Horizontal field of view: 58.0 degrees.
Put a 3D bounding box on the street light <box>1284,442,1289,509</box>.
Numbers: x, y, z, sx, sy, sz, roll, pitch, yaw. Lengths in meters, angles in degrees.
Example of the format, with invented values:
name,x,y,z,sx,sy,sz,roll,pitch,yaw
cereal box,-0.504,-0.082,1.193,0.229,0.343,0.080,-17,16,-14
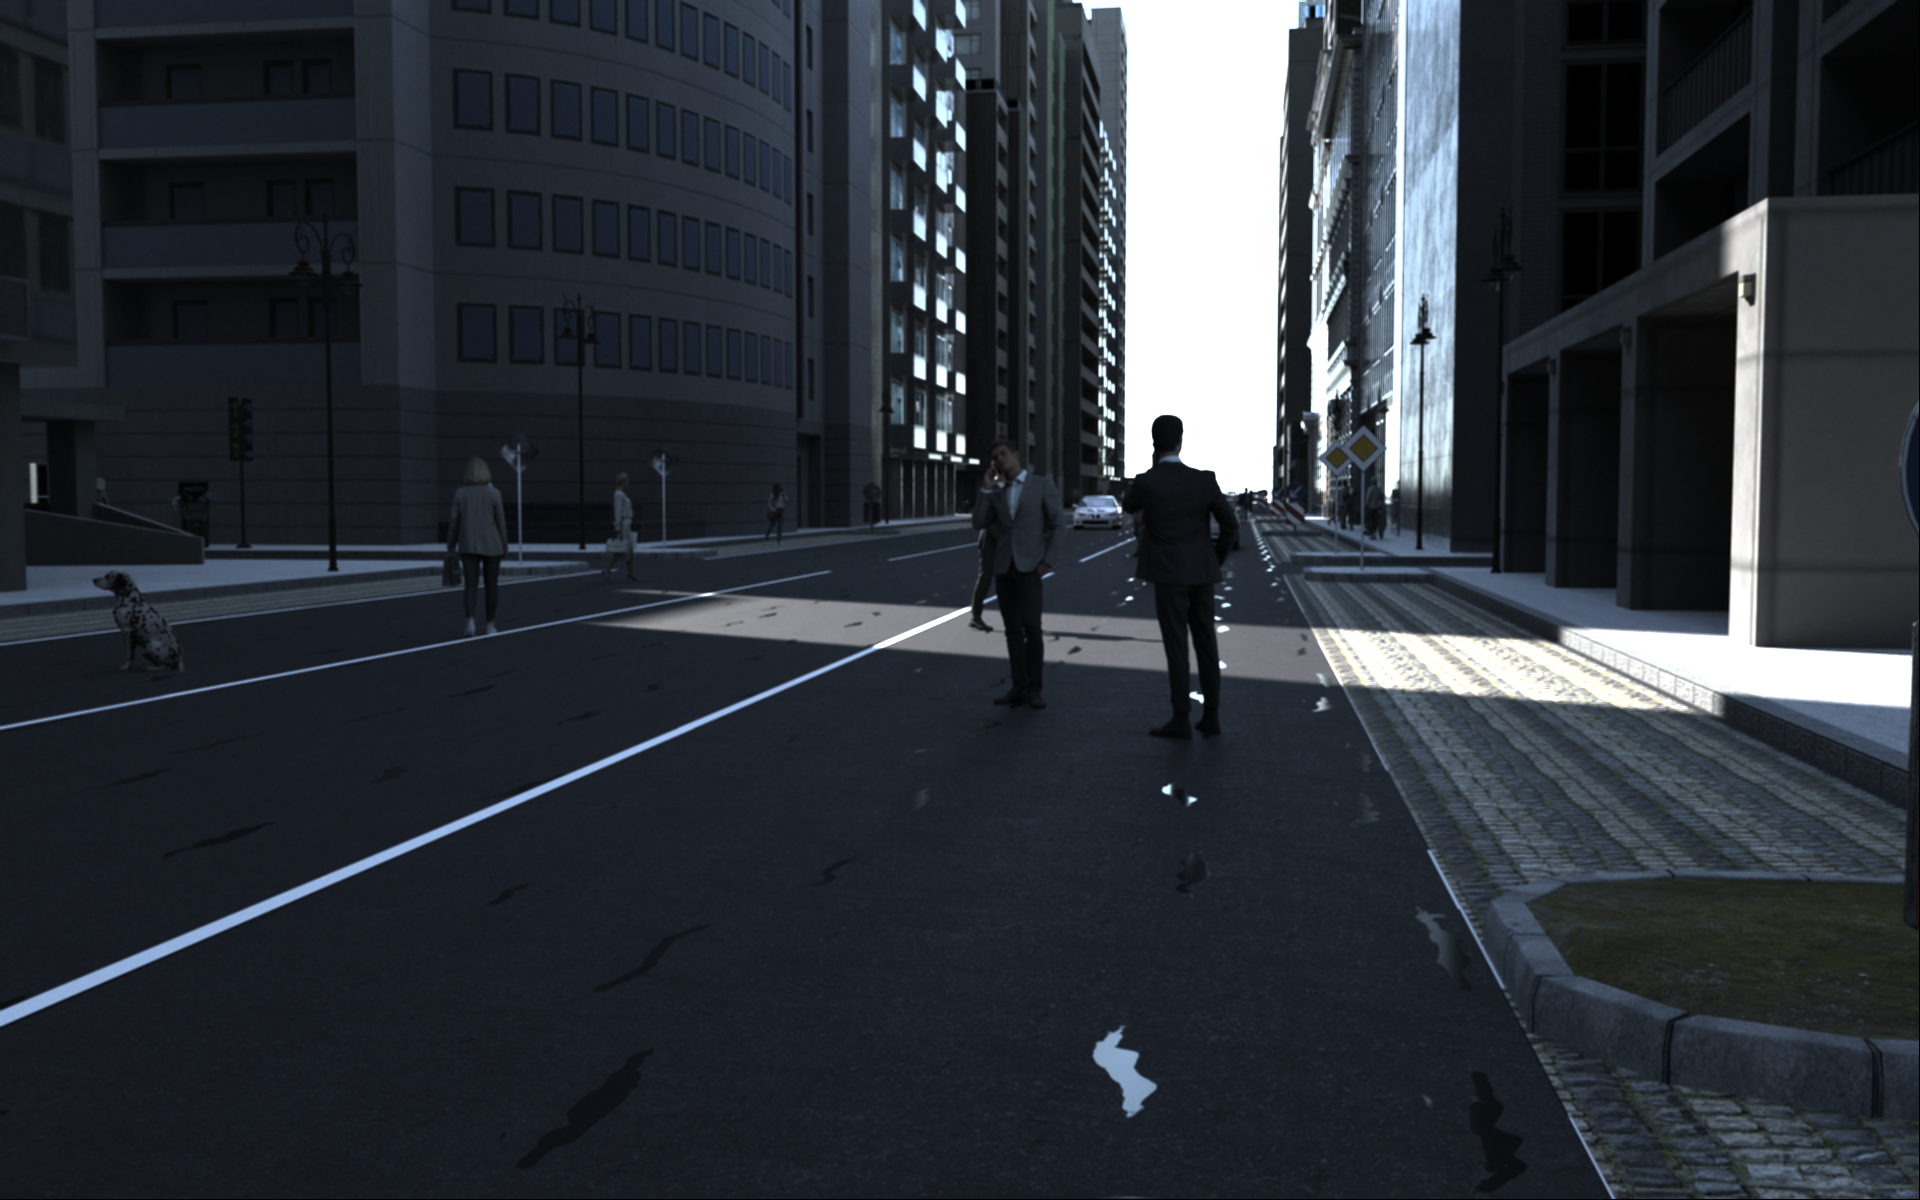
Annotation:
name,x,y,z,sx,sy,sz,roll,pitch,yaw
street light,28.393,-10.877,150.632,0.468,5.910,1.993,1,4,9

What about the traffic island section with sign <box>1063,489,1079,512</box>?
name,x,y,z,sx,sy,sz,roll,pitch,yaw
traffic island section with sign,9.186,-7.922,138.155,1.989,1.847,2.006,1,4,9

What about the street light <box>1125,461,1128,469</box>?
name,x,y,z,sx,sy,sz,roll,pitch,yaw
street light,22.429,-15.896,232.689,0.468,5.910,1.993,1,4,9

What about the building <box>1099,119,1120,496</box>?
name,x,y,z,sx,sy,sz,roll,pitch,yaw
building,7.330,-36.301,213.129,23.786,49.044,30.456,1,4,9

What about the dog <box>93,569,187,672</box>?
name,x,y,z,sx,sy,sz,roll,pitch,yaw
dog,-6.565,0.168,14.091,0.800,0.831,0.513,2,4,28

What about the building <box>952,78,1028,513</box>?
name,x,y,z,sx,sy,sz,roll,pitch,yaw
building,-3.082,-21.418,121.888,14.160,30.474,14.107,1,4,9

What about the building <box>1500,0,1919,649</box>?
name,x,y,z,sx,sy,sz,roll,pitch,yaw
building,17.447,-35.285,15.167,20.563,71.187,20.611,1,4,9

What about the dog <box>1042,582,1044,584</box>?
name,x,y,z,sx,sy,sz,roll,pitch,yaw
dog,0.992,-0.461,27.734,0.550,0.427,0.748,-1,4,-22

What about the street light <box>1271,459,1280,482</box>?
name,x,y,z,sx,sy,sz,roll,pitch,yaw
street light,35.944,-13.704,196.845,0.468,5.910,1.993,1,4,9

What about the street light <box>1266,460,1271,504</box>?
name,x,y,z,sx,sy,sz,roll,pitch,yaw
street light,41.560,-15.841,231.779,0.468,5.910,1.993,1,4,9

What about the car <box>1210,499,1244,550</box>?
name,x,y,z,sx,sy,sz,roll,pitch,yaw
car,6.489,-2.061,46.059,2.083,1.381,4.827,1,4,10

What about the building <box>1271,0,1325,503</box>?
name,x,y,z,sx,sy,sz,roll,pitch,yaw
building,51.559,-55.467,219.553,22.319,86.520,31.000,1,4,9

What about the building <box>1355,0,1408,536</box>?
name,x,y,z,sx,sy,sz,roll,pitch,yaw
building,20.764,-14.831,60.511,12.078,24.808,19.932,1,4,9

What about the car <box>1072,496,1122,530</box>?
name,x,y,z,sx,sy,sz,roll,pitch,yaw
car,5.714,-3.623,71.601,2.083,1.381,4.827,0,4,7

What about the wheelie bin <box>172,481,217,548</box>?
name,x,y,z,sx,sy,sz,roll,pitch,yaw
wheelie bin,-18.200,-2.039,41.242,0.980,1.594,0.693,-2,4,-30

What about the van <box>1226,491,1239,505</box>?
name,x,y,z,sx,sy,sz,roll,pitch,yaw
van,35.093,-13.265,223.889,2.013,2.044,4.112,1,4,9

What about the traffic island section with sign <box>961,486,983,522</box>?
name,x,y,z,sx,sy,sz,roll,pitch,yaw
traffic island section with sign,1.188,-4.896,88.672,1.989,1.847,2.006,1,4,9

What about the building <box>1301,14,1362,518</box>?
name,x,y,z,sx,sy,sz,roll,pitch,yaw
building,27.019,-19.198,99.795,13.634,28.700,20.117,1,4,9

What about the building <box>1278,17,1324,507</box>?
name,x,y,z,sx,sy,sz,roll,pitch,yaw
building,43.074,-33.584,172.794,21.300,48.544,21.600,1,4,9

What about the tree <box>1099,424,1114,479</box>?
name,x,y,z,sx,sy,sz,roll,pitch,yaw
tree,14.340,-14.234,183.088,4.360,8.622,3.978,0,3,0

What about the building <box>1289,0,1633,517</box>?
name,x,y,z,sx,sy,sz,roll,pitch,yaw
building,34.034,-41.744,120.772,20.563,71.187,20.611,1,4,9

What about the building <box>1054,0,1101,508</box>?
name,x,y,z,sx,sy,sz,roll,pitch,yaw
building,2.024,-33.255,167.421,21.300,48.544,21.600,1,4,9

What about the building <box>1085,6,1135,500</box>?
name,x,y,z,sx,sy,sz,roll,pitch,yaw
building,16.816,-50.339,261.299,20.563,71.187,20.611,1,4,9

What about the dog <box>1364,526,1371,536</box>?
name,x,y,z,sx,sy,sz,roll,pitch,yaw
dog,12.663,-2.184,53.451,0.748,0.427,0.550,-3,5,-40

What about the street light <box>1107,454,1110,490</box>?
name,x,y,z,sx,sy,sz,roll,pitch,yaw
street light,16.943,-13.758,197.733,0.468,5.910,1.993,1,4,9

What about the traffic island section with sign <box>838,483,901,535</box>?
name,x,y,z,sx,sy,sz,roll,pitch,yaw
traffic island section with sign,-3.180,-3.241,61.613,1.989,1.847,2.006,1,4,9

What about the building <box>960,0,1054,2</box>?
name,x,y,z,sx,sy,sz,roll,pitch,yaw
building,-0.380,-27.655,135.751,14.154,41.232,14.086,1,4,9

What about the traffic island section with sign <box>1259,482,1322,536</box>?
name,x,y,z,sx,sy,sz,roll,pitch,yaw
traffic island section with sign,11.373,-3.109,59.459,1.989,1.847,2.006,1,4,9

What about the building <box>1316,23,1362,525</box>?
name,x,y,z,sx,sy,sz,roll,pitch,yaw
building,22.499,-15.386,80.432,11.050,23.489,19.941,1,4,9

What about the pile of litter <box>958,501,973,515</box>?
name,x,y,z,sx,sy,sz,roll,pitch,yaw
pile of litter,0.584,-5.832,109.322,1.719,0.858,1.176,-1,4,-23

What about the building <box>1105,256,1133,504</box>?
name,x,y,z,sx,sy,sz,roll,pitch,yaw
building,7.688,-33.577,240.865,32.217,40.220,23.993,1,4,9

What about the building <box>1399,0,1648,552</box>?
name,x,y,z,sx,sy,sz,roll,pitch,yaw
building,26.369,-13.532,40.319,30.058,24.678,14.314,1,4,9

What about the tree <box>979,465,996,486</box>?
name,x,y,z,sx,sy,sz,roll,pitch,yaw
tree,2.038,-7.188,112.130,1.663,3.219,1.824,0,3,0

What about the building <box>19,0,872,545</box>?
name,x,y,z,sx,sy,sz,roll,pitch,yaw
building,-16.127,-31.434,55.947,21.231,58.520,28.212,1,4,9

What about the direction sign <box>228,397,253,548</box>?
name,x,y,z,sx,sy,sz,roll,pitch,yaw
direction sign,-16.974,-2.993,40.934,0.379,3.537,0.876,1,4,11

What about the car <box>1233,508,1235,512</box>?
name,x,y,z,sx,sy,sz,roll,pitch,yaw
car,8.051,-2.710,56.897,1.945,1.354,3.894,0,4,8

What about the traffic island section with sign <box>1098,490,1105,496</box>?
name,x,y,z,sx,sy,sz,roll,pitch,yaw
traffic island section with sign,13.485,-9.550,164.767,1.989,1.847,2.006,1,4,9

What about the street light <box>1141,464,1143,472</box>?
name,x,y,z,sx,sy,sz,roll,pitch,yaw
street light,28.209,-18.047,267.854,0.468,5.910,1.993,1,4,9

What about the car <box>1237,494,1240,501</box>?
name,x,y,z,sx,sy,sz,roll,pitch,yaw
car,37.025,-13.708,233.161,2.155,1.783,4.494,1,4,8

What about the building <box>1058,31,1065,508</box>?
name,x,y,z,sx,sy,sz,roll,pitch,yaw
building,1.352,-28.509,149.713,14.154,41.232,14.086,1,4,9

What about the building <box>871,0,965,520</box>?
name,x,y,z,sx,sy,sz,roll,pitch,yaw
building,-11.952,-28.973,93.310,23.786,49.044,30.456,1,4,9

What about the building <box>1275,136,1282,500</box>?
name,x,y,z,sx,sy,sz,roll,pitch,yaw
building,43.567,-31.550,199.430,14.154,41.232,14.086,1,4,9

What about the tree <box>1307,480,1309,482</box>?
name,x,y,z,sx,sy,sz,roll,pitch,yaw
tree,23.713,-7.221,112.659,1.663,3.219,1.824,0,3,0

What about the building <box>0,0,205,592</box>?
name,x,y,z,sx,sy,sz,roll,pitch,yaw
building,-24.399,-19.943,17.945,23.993,40.220,32.217,1,4,9

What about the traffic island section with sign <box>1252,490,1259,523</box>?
name,x,y,z,sx,sy,sz,roll,pitch,yaw
traffic island section with sign,15.721,-4.752,86.323,1.989,1.847,2.006,1,4,9

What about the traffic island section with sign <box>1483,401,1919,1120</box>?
name,x,y,z,sx,sy,sz,roll,pitch,yaw
traffic island section with sign,2.563,0.232,4.829,1.989,1.847,2.006,1,4,9
